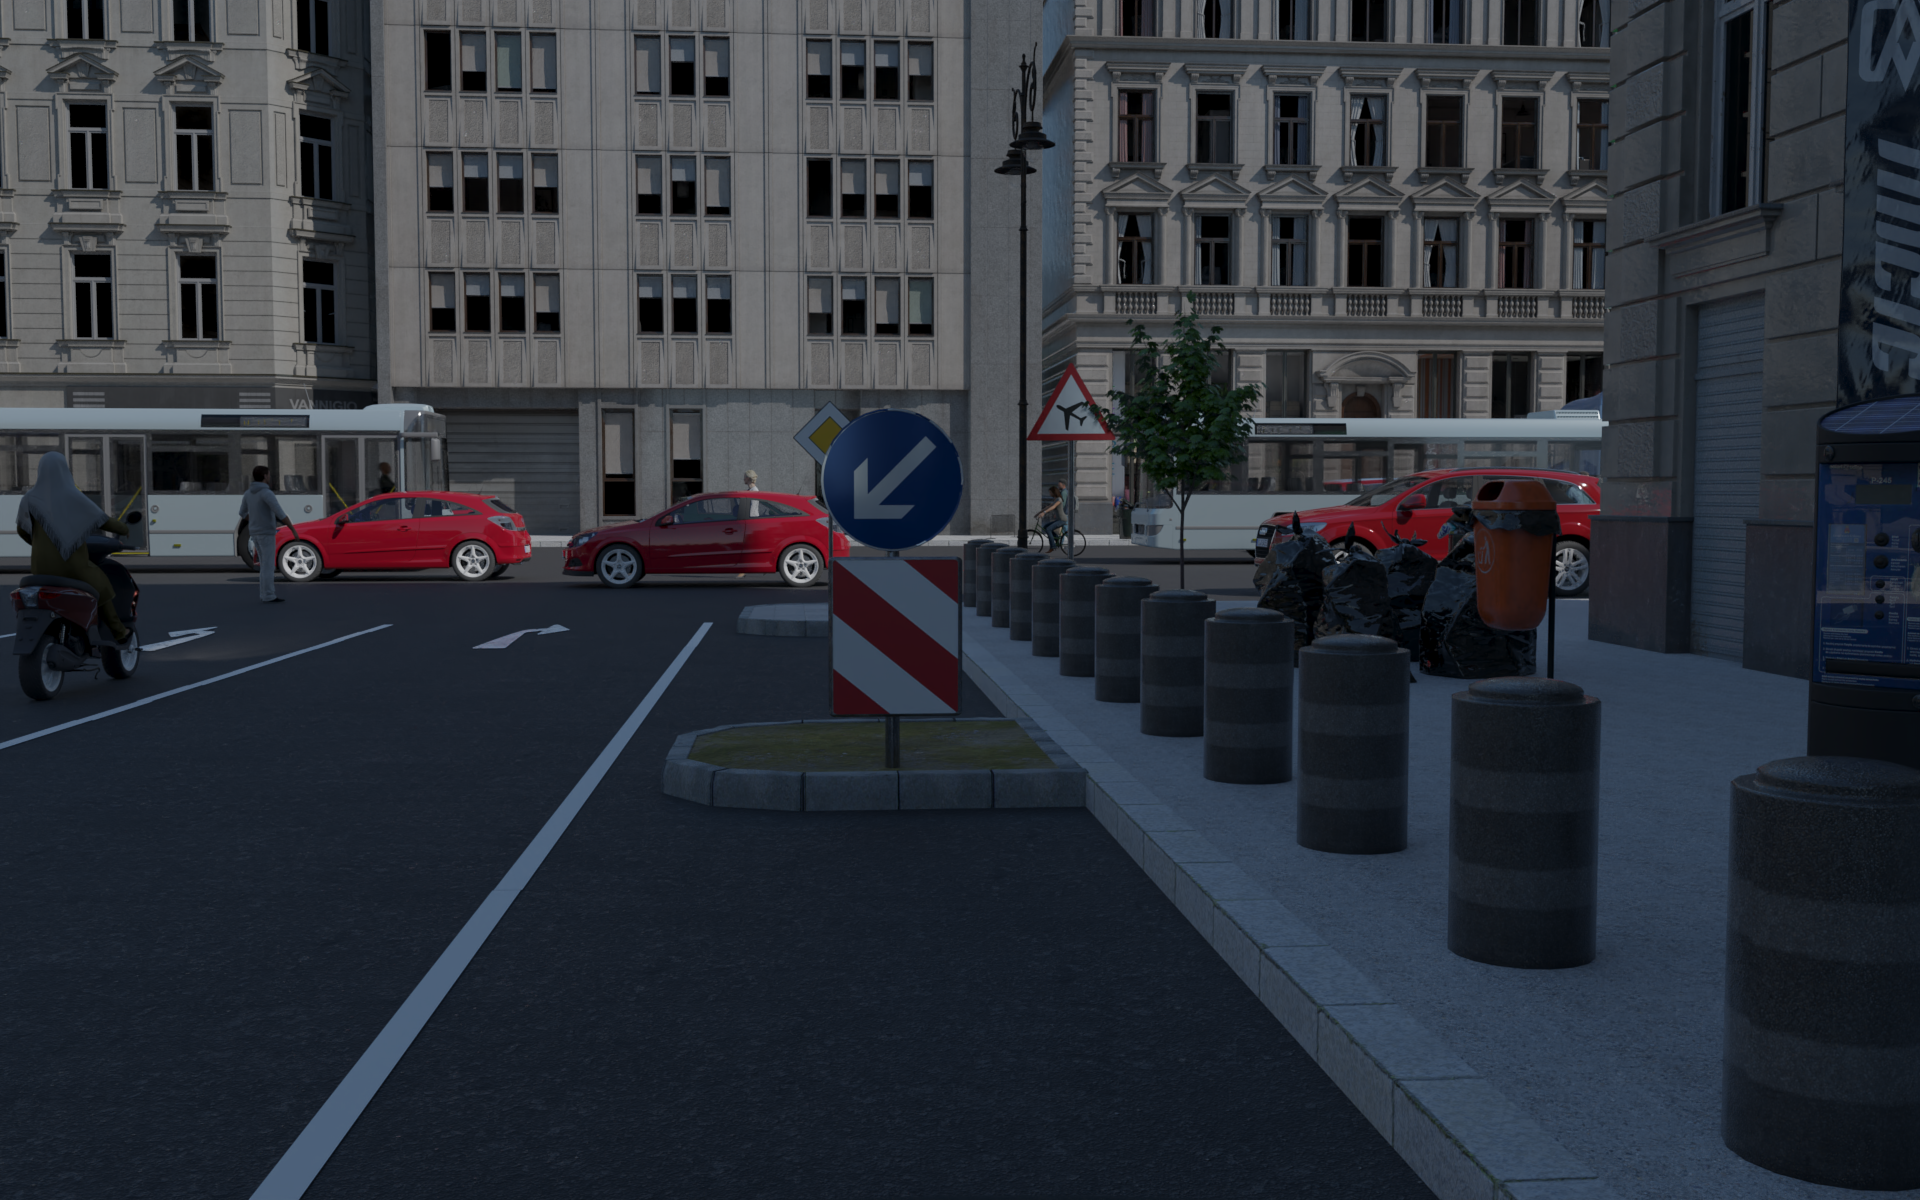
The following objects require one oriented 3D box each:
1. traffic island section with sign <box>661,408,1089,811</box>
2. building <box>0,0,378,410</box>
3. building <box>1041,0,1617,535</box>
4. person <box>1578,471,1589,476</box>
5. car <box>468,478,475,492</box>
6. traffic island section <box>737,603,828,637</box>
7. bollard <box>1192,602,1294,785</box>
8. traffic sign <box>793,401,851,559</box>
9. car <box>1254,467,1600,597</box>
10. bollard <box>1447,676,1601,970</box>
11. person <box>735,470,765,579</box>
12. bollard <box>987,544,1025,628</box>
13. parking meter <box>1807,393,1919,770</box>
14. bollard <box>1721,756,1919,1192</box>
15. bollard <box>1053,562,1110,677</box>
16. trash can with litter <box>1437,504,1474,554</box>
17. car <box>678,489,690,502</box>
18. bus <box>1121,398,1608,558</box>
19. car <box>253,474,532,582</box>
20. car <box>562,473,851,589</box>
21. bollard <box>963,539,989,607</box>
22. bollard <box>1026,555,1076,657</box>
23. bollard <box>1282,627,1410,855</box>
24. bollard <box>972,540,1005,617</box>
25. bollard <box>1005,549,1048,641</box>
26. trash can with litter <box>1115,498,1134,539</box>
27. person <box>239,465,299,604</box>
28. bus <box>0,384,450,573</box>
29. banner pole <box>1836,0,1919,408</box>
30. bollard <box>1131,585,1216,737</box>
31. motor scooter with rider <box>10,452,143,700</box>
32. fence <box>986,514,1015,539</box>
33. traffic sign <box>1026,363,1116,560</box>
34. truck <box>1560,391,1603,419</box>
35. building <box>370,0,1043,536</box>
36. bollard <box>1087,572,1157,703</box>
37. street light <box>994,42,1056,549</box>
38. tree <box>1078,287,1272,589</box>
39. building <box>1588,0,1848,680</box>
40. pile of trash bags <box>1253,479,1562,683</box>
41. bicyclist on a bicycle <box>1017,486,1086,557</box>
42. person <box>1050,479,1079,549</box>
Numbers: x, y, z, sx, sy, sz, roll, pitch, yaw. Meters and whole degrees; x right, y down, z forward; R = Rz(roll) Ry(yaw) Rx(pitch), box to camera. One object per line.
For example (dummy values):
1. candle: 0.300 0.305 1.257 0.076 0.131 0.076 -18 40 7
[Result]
1. traffic island section with sign: -0.482 -0.010 8.794 1.989 1.847 2.006 0 4 -5
2. building: -40.295 -17.176 57.243 44.131 29.872 17.030 0 4 -5
3. building: 12.363 -14.078 59.056 19.941 23.489 11.050 0 4 -5
4. person: 11.143 -1.398 31.226 0.638 1.841 0.748 0 4 -8
5. car: -12.122 -1.745 37.568 4.494 1.783 2.155 0 4 -4
6. traffic island section: -1.383 0.209 18.865 2.009 0.180 2.903 0 4 -5
7. bollard: 1.303 0.422 7.815 0.404 0.777 0.398 0 3 0
8. traffic sign: -1.406 -0.926 18.785 0.795 2.450 0.064 0 4 -5
9. car: 6.895 -0.995 24.942 5.304 1.827 2.281 0 4 -6
10. bollard: 1.575 0.604 4.845 0.404 0.777 0.398 0 3 0
11. person: -3.537 -1.296 29.570 0.818 1.842 0.514 -3 5 -43
12. bollard: 0.505 -0.125 16.758 0.404 0.777 0.398 0 3 0
13. parking meter: 2.275 0.256 4.223 0.372 1.533 0.369 0 3 0
14. bollard: 1.704 0.695 3.360 0.404 0.777 0.398 0 3 0
15. bollard: 0.907 0.148 12.292 0.404 0.777 0.398 0 3 0
16. trash can with litter: 5.887 -0.481 19.252 1.055 1.170 0.624 -2 4 -25
17. car: -5.199 -2.013 42.707 4.222 1.686 2.009 0 4 -4
18. bus: 9.467 -2.535 36.315 13.247 3.499 2.948 0 4 -3
19. car: -9.496 -1.222 29.017 4.494 1.783 2.155 0 4 -6
20. car: -3.964 -1.109 27.181 4.494 1.783 2.155 0 4 -6
21. bollard: 0.237 -0.309 19.765 0.404 0.777 0.398 0 3 0
22. bollard: 0.772 0.057 13.778 0.404 0.777 0.398 0 3 0
23. bollard: 1.437 0.513 6.330 0.404 0.777 0.398 0 3 0
24. bollard: 0.370 -0.217 18.263 0.404 0.777 0.398 0 3 0
25. bollard: 0.638 -0.034 15.272 0.404 0.777 0.398 0 3 0
26. trash can with litter: 4.978 -2.319 49.299 1.055 1.170 0.624 -1 4 -11
27. person: -9.062 -0.863 22.759 0.875 1.805 0.789 2 4 30
28. bus: -15.485 -2.279 32.115 13.247 3.499 2.948 0 4 -7
29. banner pole: 4.124 -1.057 7.296 0.863 3.779 0.401 1 4 12
30. bollard: 1.171 0.331 9.300 0.404 0.777 0.398 0 3 0
31. motor scooter with rider: -6.425 -0.227 12.676 0.876 1.779 1.986 0 4 -6
32. fence: 1.252 -2.143 50.414 0.278 0.683 2.069 1 4 22
33. traffic sign: 1.105 -1.057 17.278 0.884 2.594 0.081 0 4 4
34. truck: 18.164 -2.998 38.780 2.967 4.110 18.799 0 4 -6
35. building: -7.921 -14.664 57.781 19.932 24.808 12.078 0 4 -5
36. bollard: 1.041 0.240 10.795 0.404 0.777 0.398 0 3 0
37. street light: 0.670 -2.787 18.348 0.468 5.910 1.993 0 4 -5
38. tree: 2.163 -1.324 16.242 1.663 3.219 1.824 0 3 0
39. building: 12.233 -12.577 2.899 12.463 27.353 25.104 0 4 -5
40. pile of trash bags: 3.230 -0.141 12.063 1.912 1.369 3.447 -1 4 -8
41. bicyclist on a bicycle: 2.093 -1.805 39.539 1.625 1.676 1.499 0 4 -7
42. person: 2.674 -2.230 44.942 0.713 1.824 0.794 2 4 35
